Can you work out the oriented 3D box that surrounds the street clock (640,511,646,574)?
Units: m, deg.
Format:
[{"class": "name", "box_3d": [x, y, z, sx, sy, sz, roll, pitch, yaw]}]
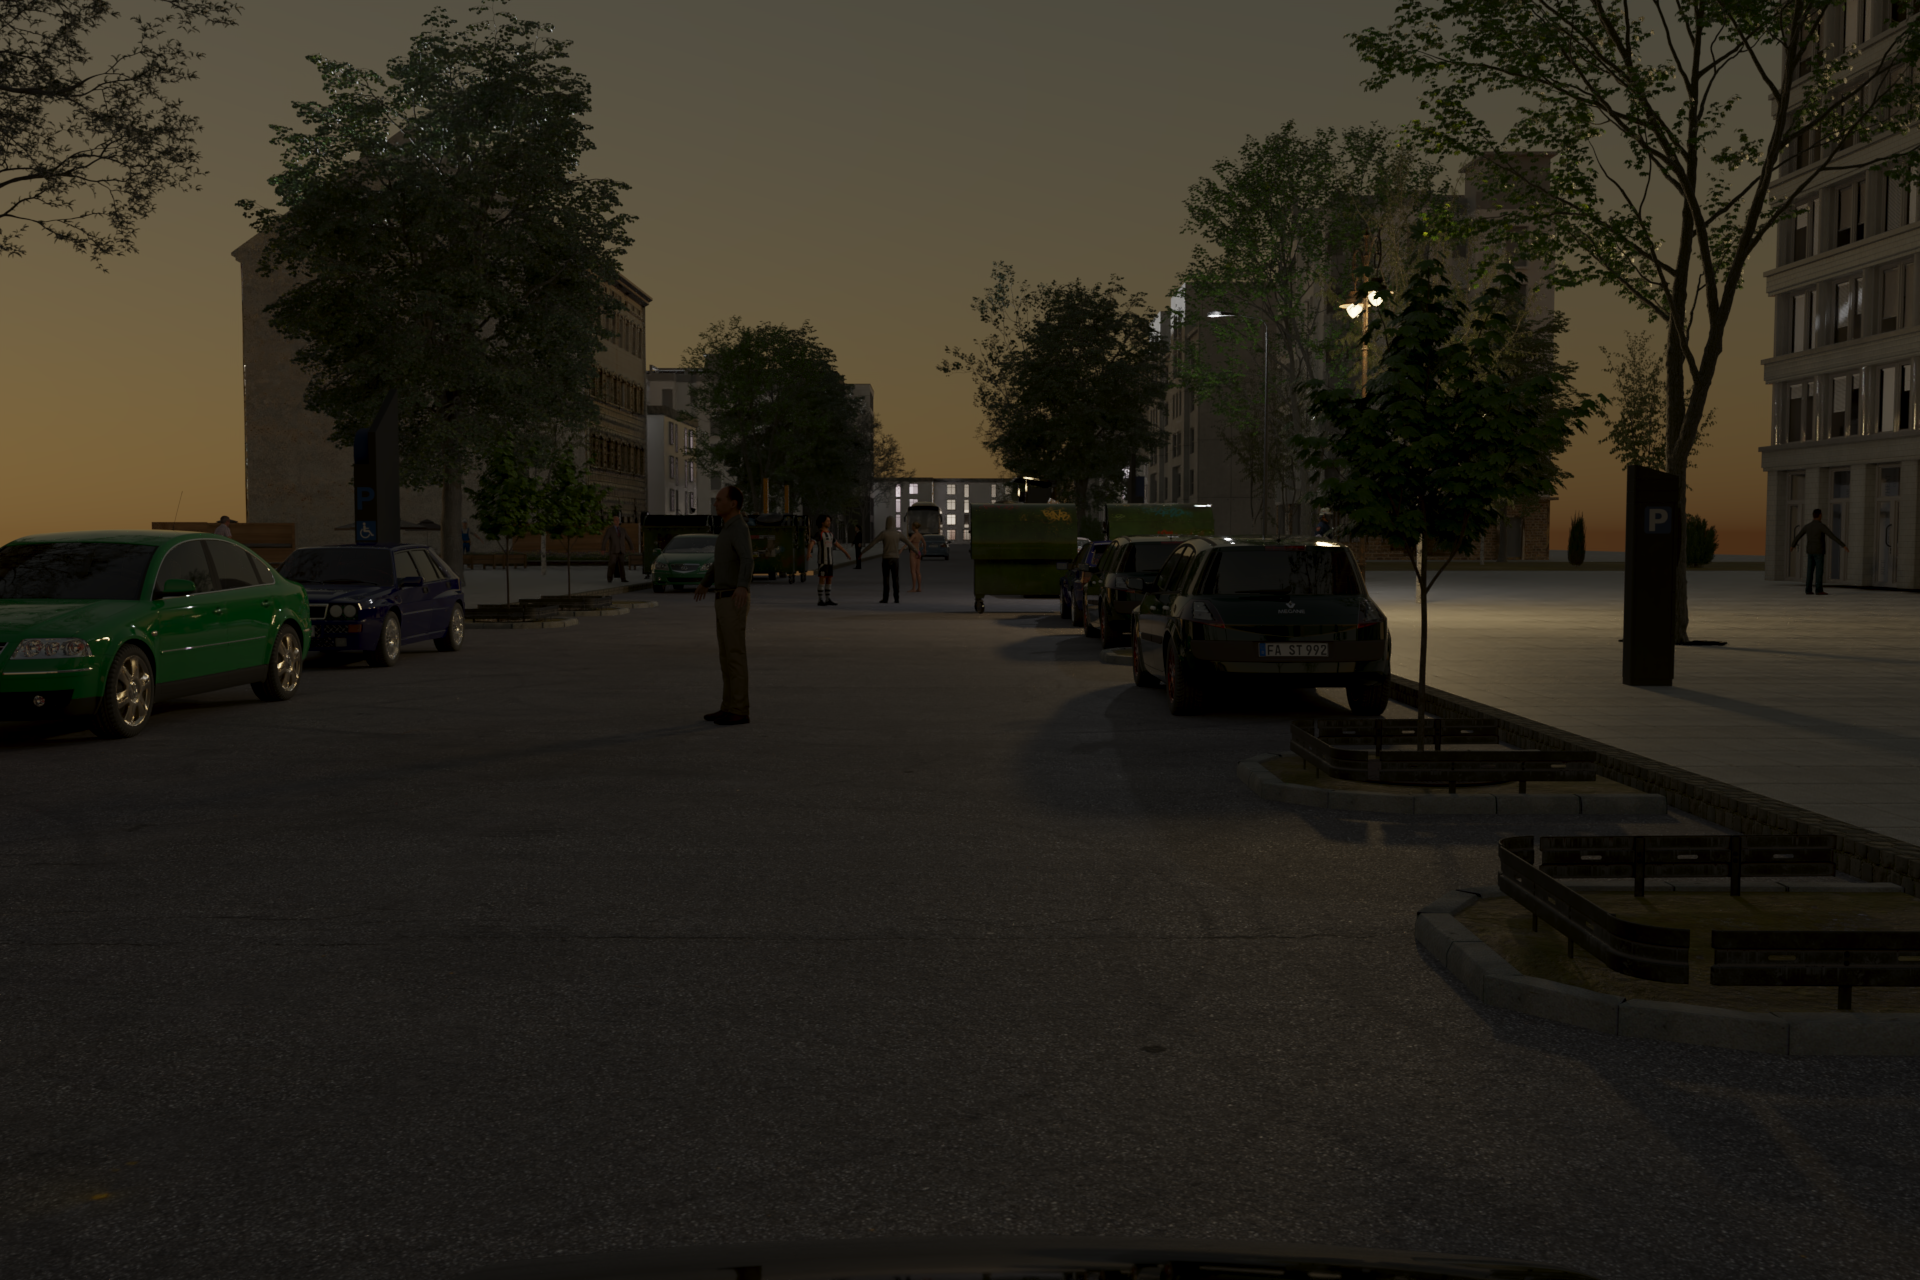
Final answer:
[{"class": "street clock", "box_3d": [-10.038, -3.100, 55.254, 0.358, 2.002, 0.471, 0, 4, 1]}]

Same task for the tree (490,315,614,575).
[{"class": "tree", "box_3d": [-13.106, -6.327, 53.814, 4.360, 8.622, 3.978, 0, 3, 0]}]

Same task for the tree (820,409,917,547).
[{"class": "tree", "box_3d": [-9.265, -15.698, 167.037, 12.009, 13.543, 11.850, 0, 3, 0]}]

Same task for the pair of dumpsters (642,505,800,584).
[{"class": "pair of dumpsters", "box_3d": [-6.862, -2.742, 49.777, 4.436, 2.255, 1.574, 0, 4, 0]}]

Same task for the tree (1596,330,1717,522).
[{"class": "tree", "box_3d": [24.648, -6.825, 61.948, 4.737, 8.622, 4.395, 0, 3, 0]}]

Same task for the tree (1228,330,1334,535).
[{"class": "tree", "box_3d": [11.910, -6.846, 62.288, 4.360, 8.622, 3.978, 0, 3, 0]}]

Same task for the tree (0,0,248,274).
[{"class": "tree", "box_3d": [-12.554, -6.528, 17.109, 12.009, 13.543, 11.850, 0, 3, 0]}]

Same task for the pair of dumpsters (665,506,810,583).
[{"class": "pair of dumpsters", "box_3d": [-6.686, -2.845, 51.460, 4.436, 2.255, 1.574, 0, 3, 0]}]

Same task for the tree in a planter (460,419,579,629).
[{"class": "tree in a planter", "box_3d": [-7.079, -1.824, 27.037, 1.991, 3.239, 1.994, 0, 4, 1]}]

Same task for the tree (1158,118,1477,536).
[{"class": "tree", "box_3d": [8.655, -7.139, 42.470, 9.928, 11.665, 9.643, 0, 3, 0]}]

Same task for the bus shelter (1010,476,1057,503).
[{"class": "bus shelter", "box_3d": [3.106, -5.014, 73.263, 1.731, 3.624, 6.357, 0, 4, -1]}]

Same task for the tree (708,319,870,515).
[{"class": "tree", "box_3d": [-10.098, -11.926, 101.646, 9.857, 13.997, 8.962, 0, 3, 0]}]

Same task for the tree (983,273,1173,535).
[{"class": "tree", "box_3d": [5.872, -10.941, 85.547, 9.857, 13.997, 8.962, 0, 3, 0]}]

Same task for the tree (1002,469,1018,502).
[{"class": "tree", "box_3d": [5.590, -12.686, 157.776, 4.360, 8.622, 3.978, 0, 3, 0]}]

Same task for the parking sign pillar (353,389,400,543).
[{"class": "parking sign pillar", "box_3d": [-10.619, -2.635, 31.558, 1.447, 3.967, 1.447, 0, 4, -1]}]

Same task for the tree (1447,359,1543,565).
[{"class": "tree", "box_3d": [22.051, -7.449, 72.148, 4.737, 8.622, 4.395, 0, 3, 0]}]

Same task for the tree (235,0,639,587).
[{"class": "tree", "box_3d": [-12.452, -8.272, 41.904, 9.857, 13.997, 8.962, 0, 3, 0]}]

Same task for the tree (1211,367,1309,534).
[{"class": "tree", "box_3d": [12.725, -7.698, 76.228, 4.360, 8.622, 3.978, 0, 3, 0]}]

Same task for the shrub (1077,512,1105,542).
[{"class": "shrub", "box_3d": [4.712, -3.615, 63.147, 1.661, 2.075, 1.752, 0, 3, 0]}]

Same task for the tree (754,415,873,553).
[{"class": "tree", "box_3d": [-10.080, -11.138, 116.519, 8.767, 10.594, 7.601, 0, 4, -4]}]

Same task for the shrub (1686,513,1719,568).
[{"class": "shrub", "box_3d": [28.032, -3.793, 66.063, 1.661, 2.075, 1.752, 0, 3, 0]}]

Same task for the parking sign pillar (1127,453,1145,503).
[{"class": "parking sign pillar", "box_3d": [5.933, -4.290, 58.619, 1.447, 3.967, 1.447, 0, 4, 0]}]

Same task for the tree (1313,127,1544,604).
[{"class": "tree", "box_3d": [8.553, -4.989, 31.937, 4.360, 8.622, 3.978, 0, 3, 0]}]

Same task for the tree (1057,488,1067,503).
[{"class": "tree", "box_3d": [14.908, -19.481, 252.932, 7.601, 10.594, 8.767, 0, 4, 3]}]

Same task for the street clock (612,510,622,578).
[{"class": "street clock", "box_3d": [-10.036, -2.821, 50.693, 0.358, 2.002, 0.471, 0, 4, 0]}]

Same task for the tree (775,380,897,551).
[{"class": "tree", "box_3d": [-10.003, -13.755, 135.257, 12.009, 13.543, 11.850, 0, 3, 0]}]

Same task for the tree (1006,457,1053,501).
[{"class": "tree", "box_3d": [6.006, -11.380, 136.422, 4.737, 8.622, 4.395, 0, 3, 0]}]

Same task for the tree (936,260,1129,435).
[{"class": "tree", "box_3d": [5.026, -16.173, 120.315, 12.611, 20.169, 13.585, 0, 3, 0]}]

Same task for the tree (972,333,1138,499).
[{"class": "tree", "box_3d": [5.422, -11.749, 102.469, 12.009, 13.543, 11.850, 0, 3, 0]}]

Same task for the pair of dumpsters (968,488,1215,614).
[{"class": "pair of dumpsters", "box_3d": [2.368, -1.630, 31.604, 4.436, 2.255, 1.574, 0, 4, -1]}]

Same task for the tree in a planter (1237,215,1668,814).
[{"class": "tree in a planter", "box_3d": [2.627, -0.767, 9.758, 1.991, 3.239, 1.994, 0, 3, 0]}]

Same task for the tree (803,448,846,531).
[{"class": "tree", "box_3d": [-9.404, -10.749, 126.104, 4.360, 8.622, 3.978, 0, 3, 0]}]

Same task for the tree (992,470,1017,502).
[{"class": "tree", "box_3d": [5.537, -13.050, 163.726, 4.360, 8.622, 3.978, 0, 3, 0]}]

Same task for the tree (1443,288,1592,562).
[{"class": "tree", "box_3d": [24.963, -9.882, 79.697, 7.486, 12.596, 7.792, 0, 3, 0]}]

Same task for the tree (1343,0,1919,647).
[{"class": "tree", "box_3d": [8.489, -5.757, 19.881, 9.928, 11.665, 9.643, 0, 3, 0]}]

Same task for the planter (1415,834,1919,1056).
[{"class": "planter", "box_3d": [2.600, 0.942, 5.740, 1.991, 0.319, 1.994, 0, 4, 1]}]

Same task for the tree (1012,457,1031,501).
[{"class": "tree", "box_3d": [6.104, -12.185, 149.581, 4.737, 8.622, 4.395, 0, 3, 0]}]

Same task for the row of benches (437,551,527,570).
[{"class": "row of benches", "box_3d": [-17.439, -2.903, 62.927, 1.422, 0.672, 4.104, 3, 4, 36]}]

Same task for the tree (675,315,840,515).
[{"class": "tree", "box_3d": [-9.513, -9.532, 81.603, 9.928, 11.665, 9.643, 0, 3, 0]}]

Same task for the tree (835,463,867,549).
[{"class": "tree", "box_3d": [-9.579, -11.902, 144.955, 4.737, 8.622, 4.395, 0, 3, 0]}]

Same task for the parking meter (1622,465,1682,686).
[{"class": "parking meter", "box_3d": [5.860, -0.548, 14.666, 0.399, 1.863, 0.255, 0, 4, 0]}]

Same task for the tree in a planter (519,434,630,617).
[{"class": "tree in a planter", "box_3d": [-7.016, -2.066, 30.995, 1.991, 3.239, 1.994, 0, 4, 1]}]
